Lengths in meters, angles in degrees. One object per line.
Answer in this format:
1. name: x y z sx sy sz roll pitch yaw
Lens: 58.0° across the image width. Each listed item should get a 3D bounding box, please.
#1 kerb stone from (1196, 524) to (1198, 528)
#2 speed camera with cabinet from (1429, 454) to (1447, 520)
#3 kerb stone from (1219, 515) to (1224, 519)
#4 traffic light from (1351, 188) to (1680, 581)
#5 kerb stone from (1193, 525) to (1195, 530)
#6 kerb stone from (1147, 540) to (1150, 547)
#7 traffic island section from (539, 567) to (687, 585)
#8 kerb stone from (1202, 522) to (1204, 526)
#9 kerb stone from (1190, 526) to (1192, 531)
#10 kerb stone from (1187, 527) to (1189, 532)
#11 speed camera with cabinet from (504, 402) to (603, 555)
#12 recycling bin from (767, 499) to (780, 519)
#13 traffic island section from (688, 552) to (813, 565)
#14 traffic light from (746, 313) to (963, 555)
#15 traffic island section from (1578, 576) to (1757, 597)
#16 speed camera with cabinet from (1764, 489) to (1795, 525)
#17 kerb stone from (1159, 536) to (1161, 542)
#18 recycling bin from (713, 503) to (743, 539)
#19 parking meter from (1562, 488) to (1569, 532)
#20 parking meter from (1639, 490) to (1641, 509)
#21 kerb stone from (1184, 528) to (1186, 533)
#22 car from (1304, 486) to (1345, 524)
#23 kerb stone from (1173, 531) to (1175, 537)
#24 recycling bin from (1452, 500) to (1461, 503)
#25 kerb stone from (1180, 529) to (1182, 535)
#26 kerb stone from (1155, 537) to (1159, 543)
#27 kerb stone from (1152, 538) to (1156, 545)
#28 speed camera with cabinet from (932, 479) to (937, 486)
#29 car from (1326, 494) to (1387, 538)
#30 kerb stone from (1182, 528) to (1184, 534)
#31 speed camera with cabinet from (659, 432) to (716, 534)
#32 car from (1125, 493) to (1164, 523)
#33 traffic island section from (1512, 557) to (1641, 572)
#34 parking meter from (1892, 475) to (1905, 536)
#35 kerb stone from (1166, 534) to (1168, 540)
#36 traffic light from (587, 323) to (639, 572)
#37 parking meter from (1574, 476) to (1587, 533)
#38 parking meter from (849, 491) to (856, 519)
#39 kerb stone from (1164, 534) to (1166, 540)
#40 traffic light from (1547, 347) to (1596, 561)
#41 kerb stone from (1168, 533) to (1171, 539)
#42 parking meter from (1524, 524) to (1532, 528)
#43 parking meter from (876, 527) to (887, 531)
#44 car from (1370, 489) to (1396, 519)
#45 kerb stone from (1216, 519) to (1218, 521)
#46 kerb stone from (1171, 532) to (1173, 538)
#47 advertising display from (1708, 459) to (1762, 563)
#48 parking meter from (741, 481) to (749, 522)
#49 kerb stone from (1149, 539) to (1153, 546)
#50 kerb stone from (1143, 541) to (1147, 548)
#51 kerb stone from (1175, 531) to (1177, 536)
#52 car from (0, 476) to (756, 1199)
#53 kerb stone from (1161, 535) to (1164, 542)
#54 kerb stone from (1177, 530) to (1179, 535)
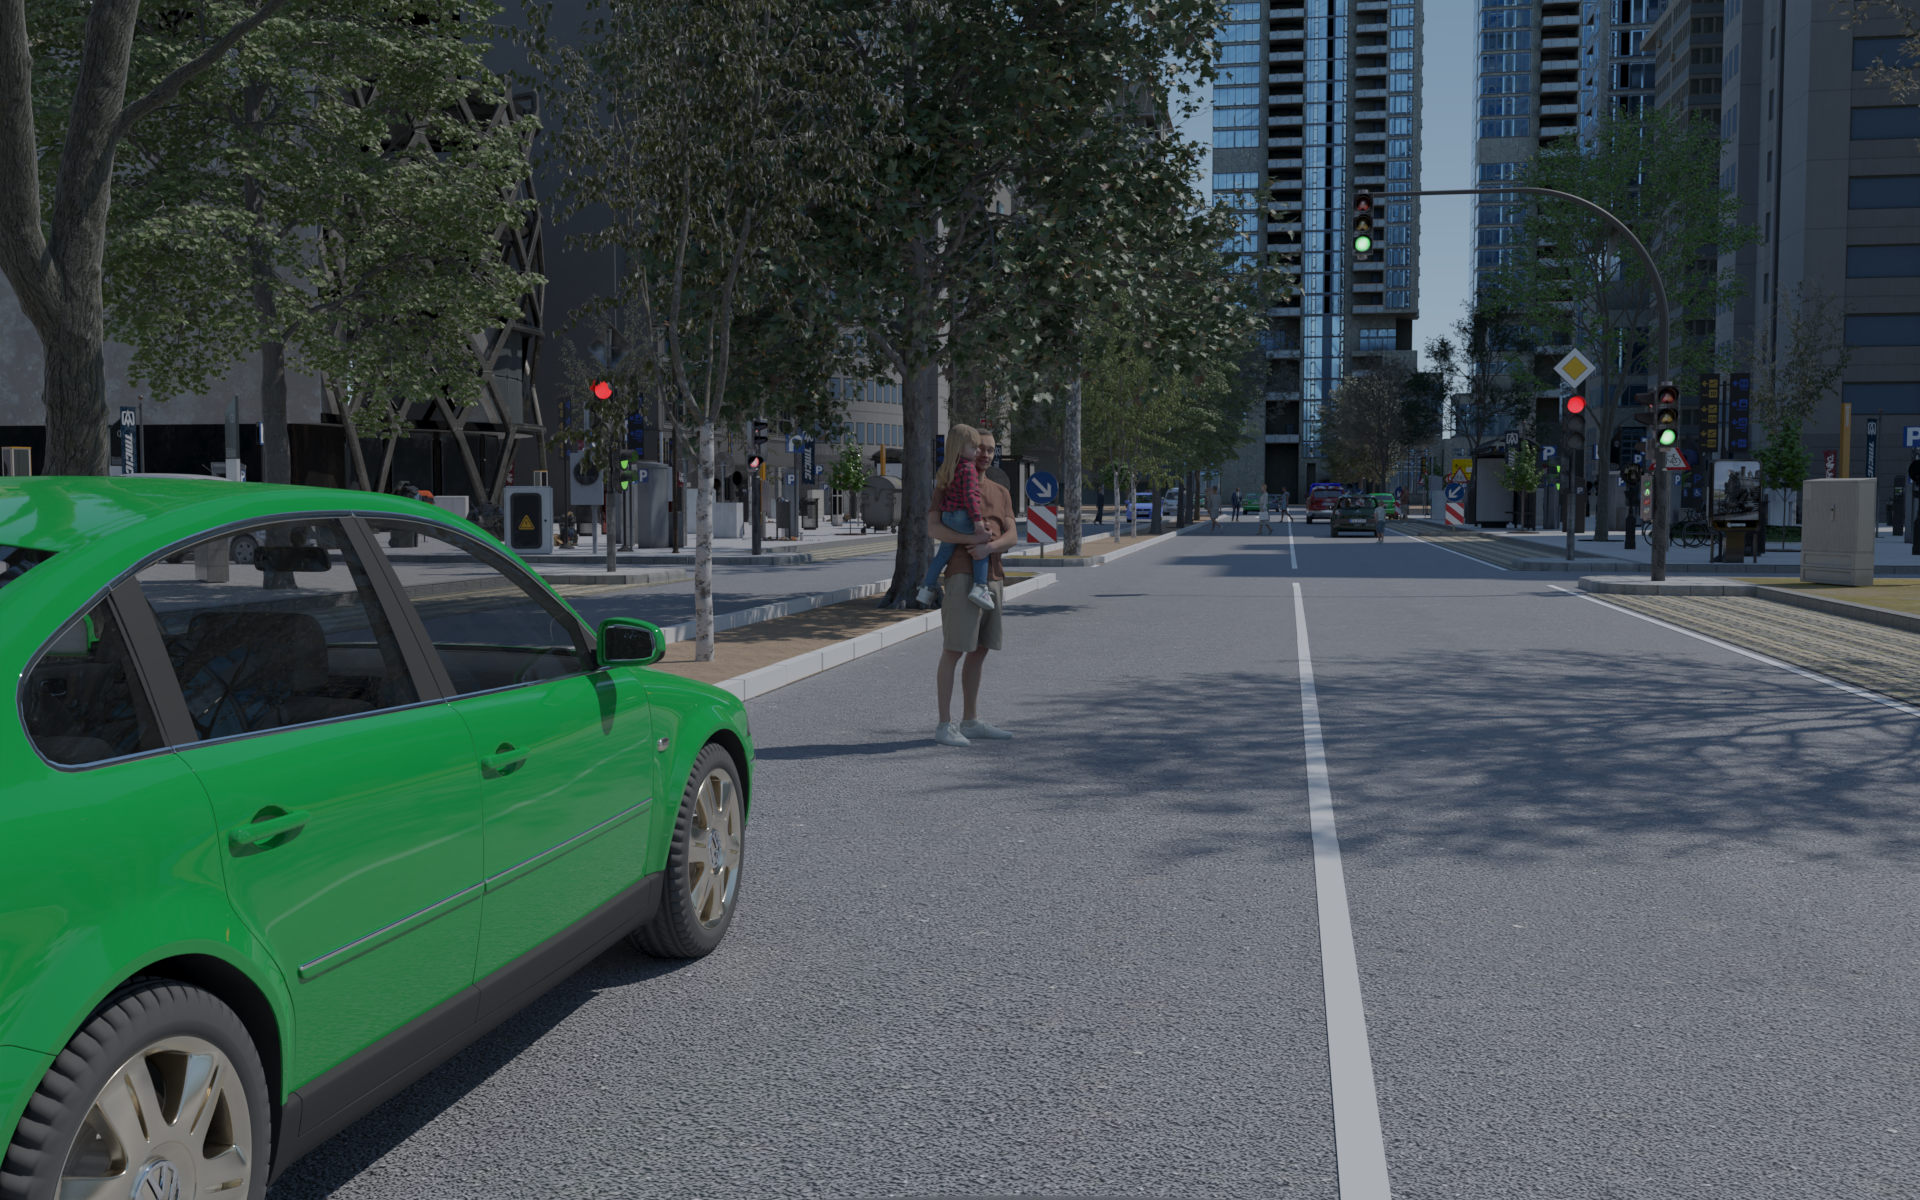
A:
1. kerb stone: 9.471 -2.943 70.432 0.120 0.150 1.000 1 4 11
2. speed camera with cabinet: 23.596 -5.575 85.491 0.660 3.252 2.038 0 4 7
3. kerb stone: 14.791 -4.677 98.671 0.120 0.150 1.000 1 4 11
4. traffic light: 8.219 -3.124 25.742 4.771 5.953 1.251 1 4 11
5. kerb stone: 9.081 -2.825 68.414 0.120 0.150 1.000 1 4 11
6. kerb stone: 4.908 -1.471 46.248 0.120 0.150 1.000 1 4 11
7. traffic island section: -5.779 -0.388 28.631 2.009 0.180 2.903 1 4 11
8. kerb stone: 10.419 -3.258 75.488 0.120 0.150 1.000 1 4 11
9. kerb stone: 8.704 -2.704 66.399 0.120 0.150 1.000 1 4 11
10. kerb stone: 8.322 -2.580 64.374 0.120 0.150 1.000 1 4 11
11. speed camera with cabinet: -8.633 -2.598 36.813 2.038 3.252 0.660 -1 4 -10
12. recycling bin: -9.643 -4.774 90.607 0.722 1.027 0.722 -2 4 -24
13. traffic island section: -4.301 -0.868 36.478 2.009 0.180 2.903 1 4 11
14. traffic light: -2.191 -3.750 35.984 4.771 5.953 1.251 1 4 11
15. traffic island section: 10.329 -0.203 25.603 2.009 0.180 2.903 1 4 11
16. speed camera with cabinet: 25.121 -3.592 53.061 0.660 3.252 2.038 1 4 16
17. kerb stone: 5.668 -1.717 50.273 0.120 0.150 1.000 1 4 11
18. recycling bin: -6.727 -2.305 50.247 0.722 1.027 0.722 1 4 9
19. parking meter: 20.362 -3.031 57.966 0.372 1.533 0.369 0 3 0
20. parking meter: 40.890 -5.831 103.750 0.372 1.533 0.369 0 3 0
21. kerb stone: 7.944 -2.454 62.357 0.120 0.150 1.000 1 4 11
22. car: 17.806 -4.602 83.908 2.281 1.827 5.304 1 4 11
23. kerb stone: 6.806 -2.087 56.310 0.120 0.150 1.000 1 4 11
24. recycling bin: 29.492 -5.480 102.152 0.722 1.027 0.722 2 4 34
25. kerb stone: 7.570 -2.333 60.336 0.120 0.150 1.000 1 4 11
26. kerb stone: 5.478 -1.655 49.261 0.120 0.150 1.000 1 4 11
27. kerb stone: 5.289 -1.593 48.256 0.120 0.150 1.000 1 4 11
28. speed camera with cabinet: -0.650 -6.926 107.576 2.038 3.252 0.660 2 4 24
29. car: 13.361 -2.968 58.319 2.009 1.686 4.222 1 4 12
30. kerb stone: 7.753 -2.390 61.346 0.120 0.150 1.000 1 4 11
31. speed camera with cabinet: -8.911 -3.757 55.760 2.038 3.252 0.660 -1 4 -10
32. car: 9.324 -4.760 87.413 1.945 1.707 3.694 1 4 9
33. traffic island section: 11.807 -0.683 33.450 2.009 0.180 2.903 1 4 11
34. parking meter: 28.810 -2.901 53.144 0.255 1.863 0.399 3 4 37
35. kerb stone: 6.234 -1.900 53.293 0.120 0.150 1.000 1 4 11
36. traffic light: -5.742 -2.420 28.489 0.839 4.253 0.868 1 4 11
37. parking meter: 20.297 -3.117 56.672 0.399 1.863 0.255 1 4 23
38. parking meter: -5.474 -4.892 88.399 0.372 1.533 0.369 0 3 0
39. kerb stone: 6.054 -1.839 52.287 0.120 0.150 1.000 1 4 11
40. traffic light: 11.770 -2.717 33.343 0.839 4.253 0.868 1 4 11
41. kerb stone: 6.428 -1.963 54.297 0.120 0.150 1.000 1 4 11
42. parking meter: 21.490 -3.659 65.533 0.255 1.863 0.399 -1 4 -14
43. parking meter: -2.751 -3.348 60.449 0.399 1.863 0.255 2 4 32
44. car: 23.923 -5.503 98.766 1.959 1.807 4.718 1 4 9
45. kerb stone: 13.267 -4.185 90.617 0.120 0.150 1.000 1 4 11
46. kerb stone: 6.616 -2.025 55.304 0.120 0.150 1.000 1 4 11
47. advertising display: 14.358 -1.645 32.103 0.974 1.923 0.123 0 4 -6
48. parking meter: -9.765 -4.461 78.649 0.399 1.863 0.255 0 4 7
49. kerb stone: 5.098 -1.533 47.252 0.120 0.150 1.000 1 4 11
50. kerb stone: 4.721 -1.401 45.243 0.120 0.150 1.000 1 4 11
51. kerb stone: 7.000 -2.147 57.323 0.120 0.150 1.000 1 4 11
52. car: -1.863 0.284 4.158 1.959 1.807 4.718 1 4 11
53. kerb stone: 5.858 -1.779 51.283 0.120 0.150 1.000 1 4 11
54. kerb stone: 7.184 -2.210 58.328 0.120 0.150 1.000 1 4 11
